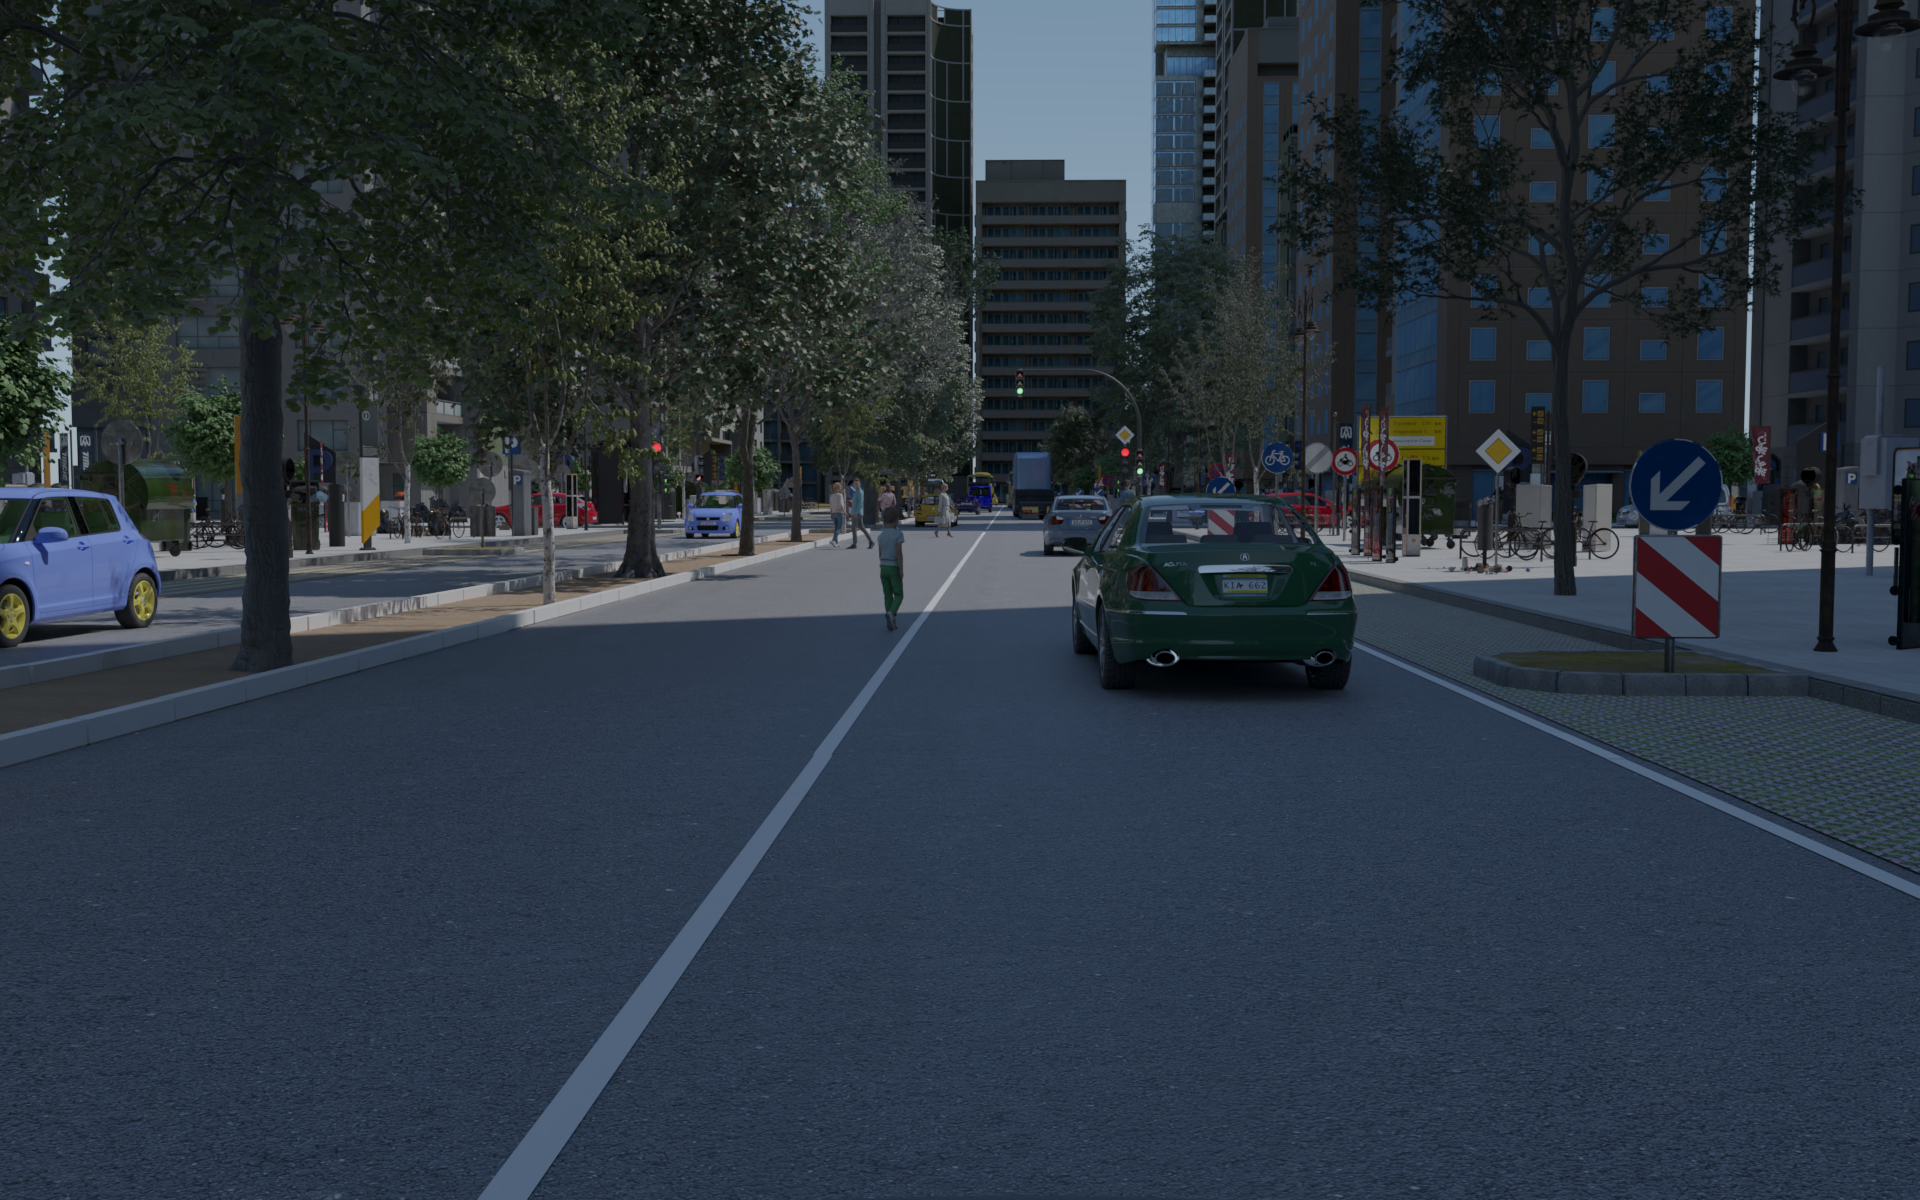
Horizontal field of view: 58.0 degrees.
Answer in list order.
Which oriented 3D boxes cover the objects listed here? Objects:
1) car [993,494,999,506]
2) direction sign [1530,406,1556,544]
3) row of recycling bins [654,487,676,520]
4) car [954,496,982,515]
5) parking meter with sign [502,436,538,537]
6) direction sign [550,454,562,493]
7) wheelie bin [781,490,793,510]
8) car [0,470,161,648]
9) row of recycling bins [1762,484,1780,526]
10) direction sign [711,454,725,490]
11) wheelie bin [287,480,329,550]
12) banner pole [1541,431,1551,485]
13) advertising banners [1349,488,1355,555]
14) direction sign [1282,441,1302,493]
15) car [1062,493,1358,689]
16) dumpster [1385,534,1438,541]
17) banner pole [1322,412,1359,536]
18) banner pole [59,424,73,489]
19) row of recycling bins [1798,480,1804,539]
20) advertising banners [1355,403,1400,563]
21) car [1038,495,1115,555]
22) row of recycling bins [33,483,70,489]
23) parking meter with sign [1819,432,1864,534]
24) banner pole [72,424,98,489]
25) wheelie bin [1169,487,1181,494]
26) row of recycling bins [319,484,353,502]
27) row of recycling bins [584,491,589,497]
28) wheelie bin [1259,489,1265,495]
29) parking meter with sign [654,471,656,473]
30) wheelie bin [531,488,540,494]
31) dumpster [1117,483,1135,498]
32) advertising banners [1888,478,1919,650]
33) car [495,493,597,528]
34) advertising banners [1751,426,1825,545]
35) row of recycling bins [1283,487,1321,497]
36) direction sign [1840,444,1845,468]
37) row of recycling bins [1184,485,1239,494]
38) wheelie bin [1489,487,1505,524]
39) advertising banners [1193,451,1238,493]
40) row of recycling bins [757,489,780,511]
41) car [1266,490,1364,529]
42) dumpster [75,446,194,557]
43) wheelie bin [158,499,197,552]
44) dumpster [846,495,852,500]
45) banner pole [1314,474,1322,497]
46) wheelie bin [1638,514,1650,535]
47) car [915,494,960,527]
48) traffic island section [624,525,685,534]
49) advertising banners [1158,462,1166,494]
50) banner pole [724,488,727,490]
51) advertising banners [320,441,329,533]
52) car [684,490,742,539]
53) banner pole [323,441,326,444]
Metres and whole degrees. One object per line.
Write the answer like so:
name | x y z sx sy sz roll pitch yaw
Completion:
car | 3.763 -12.384 212.698 2.015 1.641 3.980 0 4 3
direction sign | 15.172 -3.225 44.733 0.876 3.537 0.379 0 4 7
row of recycling bins | -14.978 -4.949 88.028 1.069 1.692 3.534 -1 4 -15
car | 0.524 -6.592 120.365 1.945 1.354 3.894 0 4 3
parking meter with sign | -13.406 -3.470 52.992 0.543 3.016 1.738 0 4 6
direction sign | -21.522 -6.133 92.267 0.876 3.537 0.379 2 4 34
wheelie bin | -13.653 -7.875 136.666 0.980 1.594 0.693 -1 4 -19
car | -9.615 -0.470 17.278 1.945 1.707 3.694 0 4 3
row of recycling bins | 34.258 -3.910 71.037 3.534 1.692 1.069 -2 4 -31
direction sign | -13.734 -6.502 98.310 0.876 3.537 0.379 -3 5 -41
wheelie bin | -14.960 -1.941 39.637 0.980 1.594 0.693 -1 4 -23
banner pole | 20.354 -4.294 60.223 0.401 3.779 0.863 3 5 44
advertising banners | 8.412 -2.411 35.614 0.090 3.025 2.074 0 4 -7
direction sign | 14.180 -5.005 73.822 0.379 3.537 0.876 -3 5 -43
car | 1.934 -0.143 14.142 2.131 1.459 4.920 0 4 0
dumpster | 12.566 -2.813 48.481 1.502 2.255 1.985 0 4 2
banner pole | 11.710 -3.866 53.232 0.863 3.779 0.401 -1 4 -13
banner pole | -32.091 -4.421 62.302 0.863 3.779 0.401 2 4 27
row of recycling bins | 25.645 -2.604 49.691 3.534 1.692 1.069 1 4 11
advertising banners | 7.961 -2.248 32.936 0.090 3.025 2.074 0 4 -6
car | 2.894 -1.826 41.860 2.014 1.417 4.499 0 4 3
row of recycling bins | -34.286 -3.478 63.982 3.534 1.692 1.069 1 4 22
parking meter with sign | 24.476 -3.161 47.948 0.543 3.016 1.738 0 4 -3
banner pole | -31.181 -4.410 62.126 0.401 3.779 0.863 2 4 35
wheelie bin | 9.936 -4.414 80.084 0.980 1.594 0.693 0 4 -6
row of recycling bins | -27.414 -4.031 73.014 3.534 1.692 1.069 -2 4 -31
row of recycling bins | -32.433 -8.542 146.772 3.534 1.692 1.069 1 4 19
wheelie bin | 20.393 -6.555 115.081 0.693 1.594 0.980 -3 4 -37
parking meter with sign | -26.267 -9.154 145.930 0.543 3.016 1.738 0 4 4
wheelie bin | -20.884 -4.695 84.676 0.693 1.594 0.980 -2 4 -27
dumpster | 12.023 -7.427 123.926 1.502 2.255 1.985 0 4 2
advertising banners | 8.511 -1.132 14.700 2.074 3.025 0.090 -2 4 -34
car | -16.375 -3.559 67.228 4.494 1.783 2.155 0 4 1
advertising banners | 21.114 -2.926 44.035 0.090 3.025 2.074 -3 5 -43
row of recycling bins | 20.273 -6.023 105.581 3.534 1.692 1.069 2 4 27
direction sign | 39.982 -5.293 78.529 0.379 3.537 0.876 1 4 18
row of recycling bins | 12.588 -4.860 86.568 3.534 1.692 1.069 -3 4 -37
wheelie bin | 22.868 -4.012 73.497 0.693 1.594 0.980 2 4 32
advertising banners | 10.312 -4.533 70.300 2.074 3.025 0.090 2 4 33
row of recycling bins | -14.391 -7.556 130.661 1.069 1.692 3.534 1 4 12
car | 13.187 -3.453 65.492 4.494 1.783 2.155 0 4 2
dumpster | -16.493 -1.965 34.616 1.502 2.255 1.985 0 4 2
wheelie bin | -17.688 -1.894 38.872 0.980 1.594 0.693 -3 4 -38
dumpster | -8.764 -7.800 135.751 1.865 1.857 1.264 0 4 3
banner pole | 20.426 -6.634 98.476 0.863 3.779 0.401 -2 4 -31
wheelie bin | 20.775 -2.711 52.239 0.693 1.594 0.980 2 4 30
car | -1.018 -4.042 76.313 2.015 1.641 3.980 0 4 4
traffic island section | -11.059 -2.528 63.615 2.009 0.180 2.903 0 4 2
advertising banners | 11.733 -6.042 94.979 2.074 3.025 0.090 -1 4 -21
banner pole | -19.420 -9.337 142.680 0.863 3.779 0.401 3 5 43
advertising banners | -21.287 -3.787 58.101 0.090 3.025 2.074 -1 4 -12
car | -7.928 -2.893 56.897 1.945 1.707 3.694 0 4 3
banner pole | -30.184 -5.644 82.300 0.401 3.779 0.863 -1 4 -12
